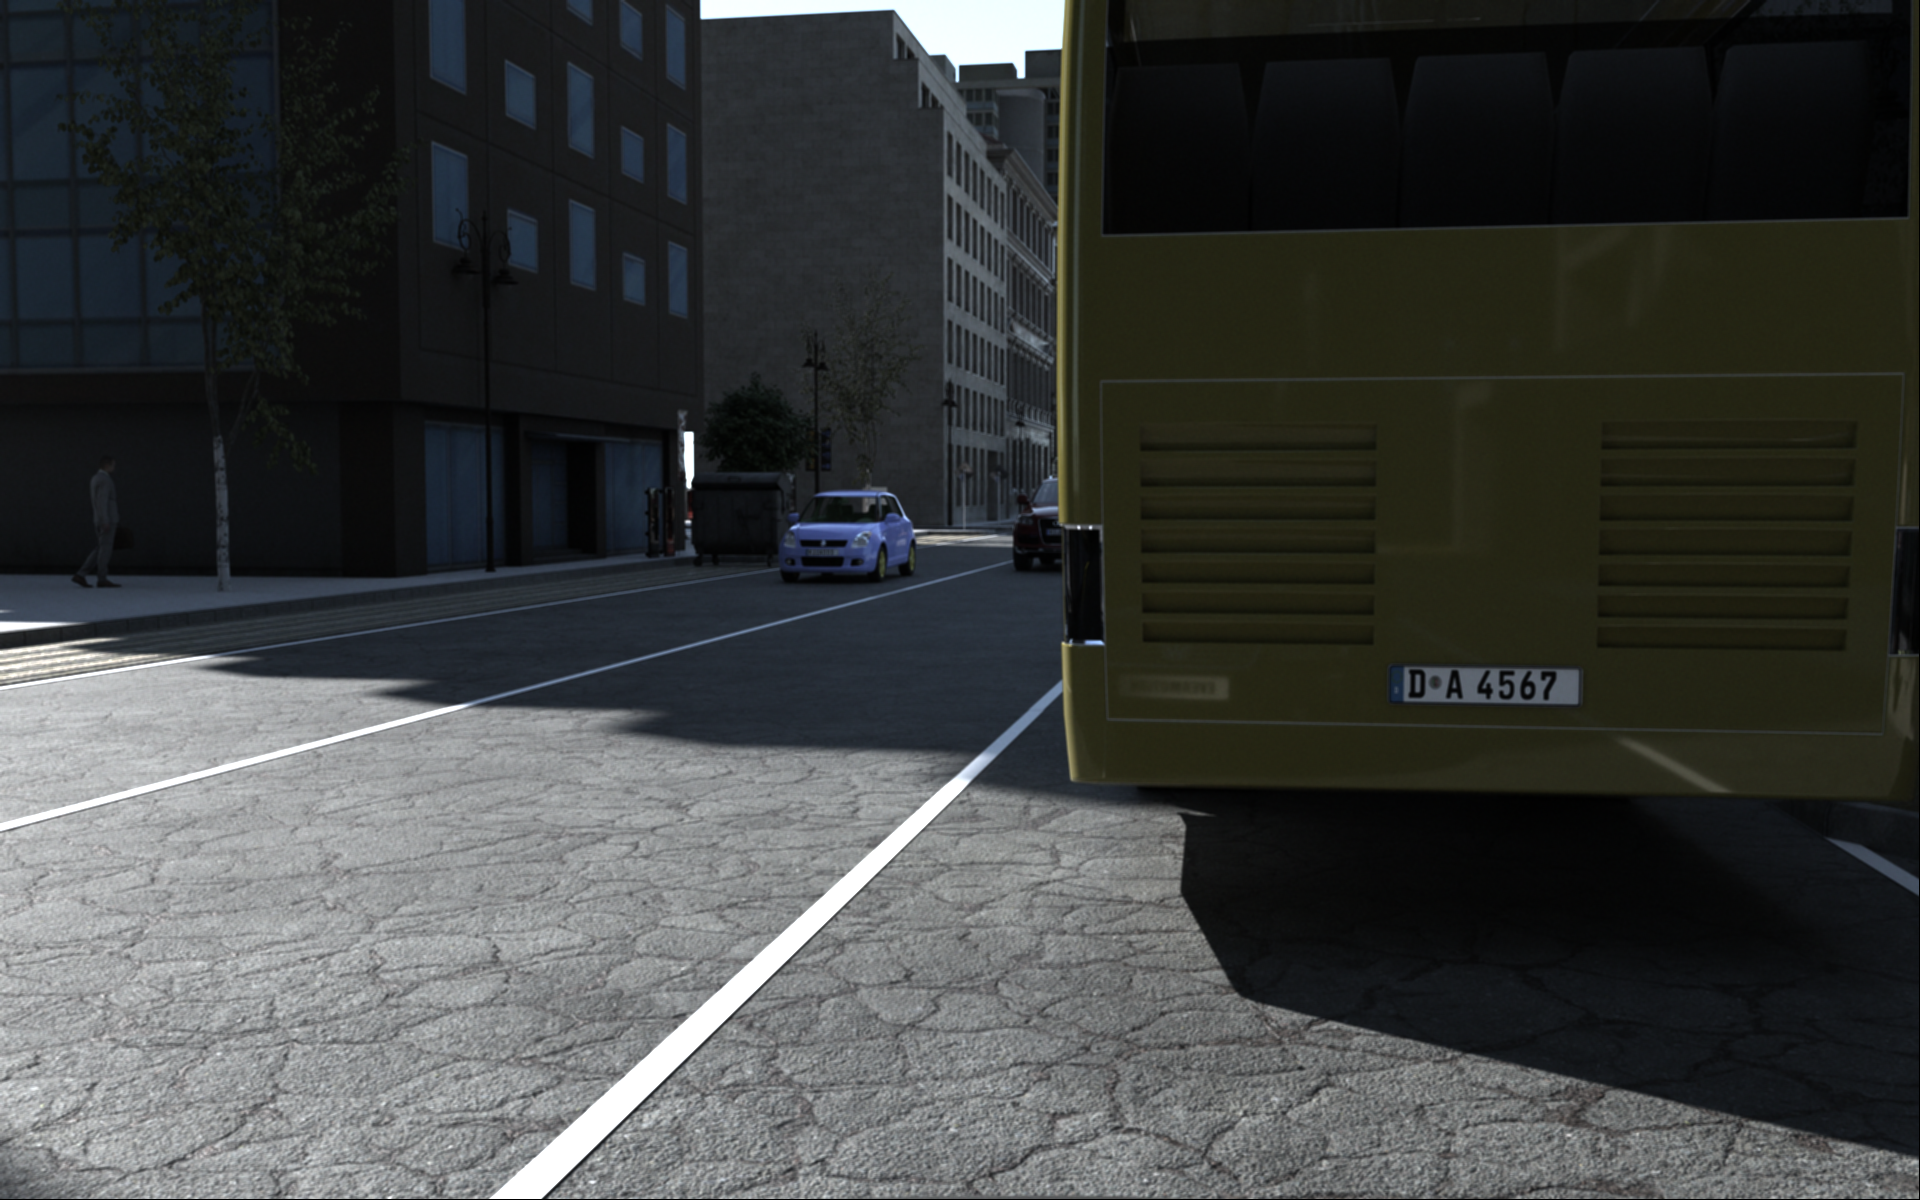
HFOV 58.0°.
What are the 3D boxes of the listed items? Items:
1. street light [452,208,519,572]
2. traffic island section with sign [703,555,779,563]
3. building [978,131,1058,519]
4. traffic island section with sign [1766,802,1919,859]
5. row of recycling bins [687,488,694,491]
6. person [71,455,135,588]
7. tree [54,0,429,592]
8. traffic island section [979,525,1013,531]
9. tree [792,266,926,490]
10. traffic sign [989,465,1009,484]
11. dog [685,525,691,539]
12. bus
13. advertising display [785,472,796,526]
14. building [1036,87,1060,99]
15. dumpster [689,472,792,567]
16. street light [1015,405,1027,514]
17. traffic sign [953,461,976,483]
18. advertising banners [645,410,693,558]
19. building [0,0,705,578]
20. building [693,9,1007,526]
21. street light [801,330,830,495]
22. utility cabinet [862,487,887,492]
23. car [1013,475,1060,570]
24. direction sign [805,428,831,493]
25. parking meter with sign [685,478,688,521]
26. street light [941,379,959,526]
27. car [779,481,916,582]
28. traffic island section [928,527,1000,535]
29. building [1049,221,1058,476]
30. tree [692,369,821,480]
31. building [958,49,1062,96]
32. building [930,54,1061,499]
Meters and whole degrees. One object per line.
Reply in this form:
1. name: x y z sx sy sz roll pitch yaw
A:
1. street light: -7.739 -3.400 28.375 0.468 5.910 1.993 1 4 10
2. traffic island section with sign: -4.204 -1.714 36.658 1.989 1.847 2.006 1 4 10
3. building: -1.203 -15.905 96.196 11.583 22.565 21.152 1 4 10
4. traffic island section with sign: 4.652 0.074 7.422 1.989 1.847 2.006 1 4 10
5. row of recycling bins: -16.846 -6.212 108.679 1.069 1.692 3.534 -3 4 -37
6. person: -11.742 -1.078 23.796 0.853 1.813 0.709 -3 5 -42
7. tree: -9.442 -4.413 22.508 4.737 8.622 4.395 0 3 0
8. traffic island section: 1.512 -2.852 68.907 2.009 0.180 2.903 1 4 10
9. tree: -3.139 -6.405 55.084 4.360 8.622 3.978 0 3 0
10. traffic sign: 1.536 -4.076 68.835 0.795 2.593 0.064 1 4 10
11. dog: -7.872 -1.923 49.182 0.550 0.427 0.748 0 4 -3
12. bus: 2.423 -1.191 11.028 2.896 3.916 12.252 1 4 8
13. advertising display: -5.074 -2.700 49.351 0.123 1.923 0.974 3 5 43
14. building: 11.565 -30.016 174.361 14.154 41.232 14.086 1 4 10
15. dumpster: -4.333 -1.598 34.337 1.865 1.857 1.264 1 4 9
16. street light: 3.125 -7.158 89.814 0.468 5.910 1.993 1 4 10
17. traffic sign: 0.143 -3.595 60.972 0.795 2.593 0.064 1 4 10
18. advertising banners: -5.963 -2.397 35.377 0.090 3.025 2.074 1 4 15
19. building: -13.906 -23.408 32.827 14.600 45.320 14.200 1 4 10
20. building: -4.285 -13.626 77.544 10.420 20.320 16.860 1 4 10
21. street light: -4.045 -4.649 48.801 0.468 5.910 1.993 1 4 10
22. utility cabinet: -2.767 -2.901 56.108 0.318 1.500 1.173 2 4 25
23. car: 2.353 -1.552 34.049 2.281 1.827 5.304 1 4 11
24. direction sign: -4.832 -4.104 59.092 0.876 3.537 0.379 0 4 4
25. parking meter with sign: -13.631 -5.407 84.671 0.543 3.016 1.738 -1 4 -20
26. street light: -0.404 -5.906 69.359 0.468 5.910 1.993 1 4 10
27. car: -1.874 -1.207 29.334 1.945 1.707 3.694 1 4 10
28. traffic island section: 0.118 -2.371 61.044 2.009 0.180 2.903 1 4 10
29. building: 1.783 -18.686 124.596 14.460 24.649 34.723 1 4 10
30. tree: -5.451 -3.785 45.595 4.285 4.588 4.351 0 3 0
31. building: 10.899 -34.844 193.404 21.300 48.544 21.600 1 4 10
32. building: -1.547 -28.473 157.408 32.217 40.220 23.993 1 4 10
